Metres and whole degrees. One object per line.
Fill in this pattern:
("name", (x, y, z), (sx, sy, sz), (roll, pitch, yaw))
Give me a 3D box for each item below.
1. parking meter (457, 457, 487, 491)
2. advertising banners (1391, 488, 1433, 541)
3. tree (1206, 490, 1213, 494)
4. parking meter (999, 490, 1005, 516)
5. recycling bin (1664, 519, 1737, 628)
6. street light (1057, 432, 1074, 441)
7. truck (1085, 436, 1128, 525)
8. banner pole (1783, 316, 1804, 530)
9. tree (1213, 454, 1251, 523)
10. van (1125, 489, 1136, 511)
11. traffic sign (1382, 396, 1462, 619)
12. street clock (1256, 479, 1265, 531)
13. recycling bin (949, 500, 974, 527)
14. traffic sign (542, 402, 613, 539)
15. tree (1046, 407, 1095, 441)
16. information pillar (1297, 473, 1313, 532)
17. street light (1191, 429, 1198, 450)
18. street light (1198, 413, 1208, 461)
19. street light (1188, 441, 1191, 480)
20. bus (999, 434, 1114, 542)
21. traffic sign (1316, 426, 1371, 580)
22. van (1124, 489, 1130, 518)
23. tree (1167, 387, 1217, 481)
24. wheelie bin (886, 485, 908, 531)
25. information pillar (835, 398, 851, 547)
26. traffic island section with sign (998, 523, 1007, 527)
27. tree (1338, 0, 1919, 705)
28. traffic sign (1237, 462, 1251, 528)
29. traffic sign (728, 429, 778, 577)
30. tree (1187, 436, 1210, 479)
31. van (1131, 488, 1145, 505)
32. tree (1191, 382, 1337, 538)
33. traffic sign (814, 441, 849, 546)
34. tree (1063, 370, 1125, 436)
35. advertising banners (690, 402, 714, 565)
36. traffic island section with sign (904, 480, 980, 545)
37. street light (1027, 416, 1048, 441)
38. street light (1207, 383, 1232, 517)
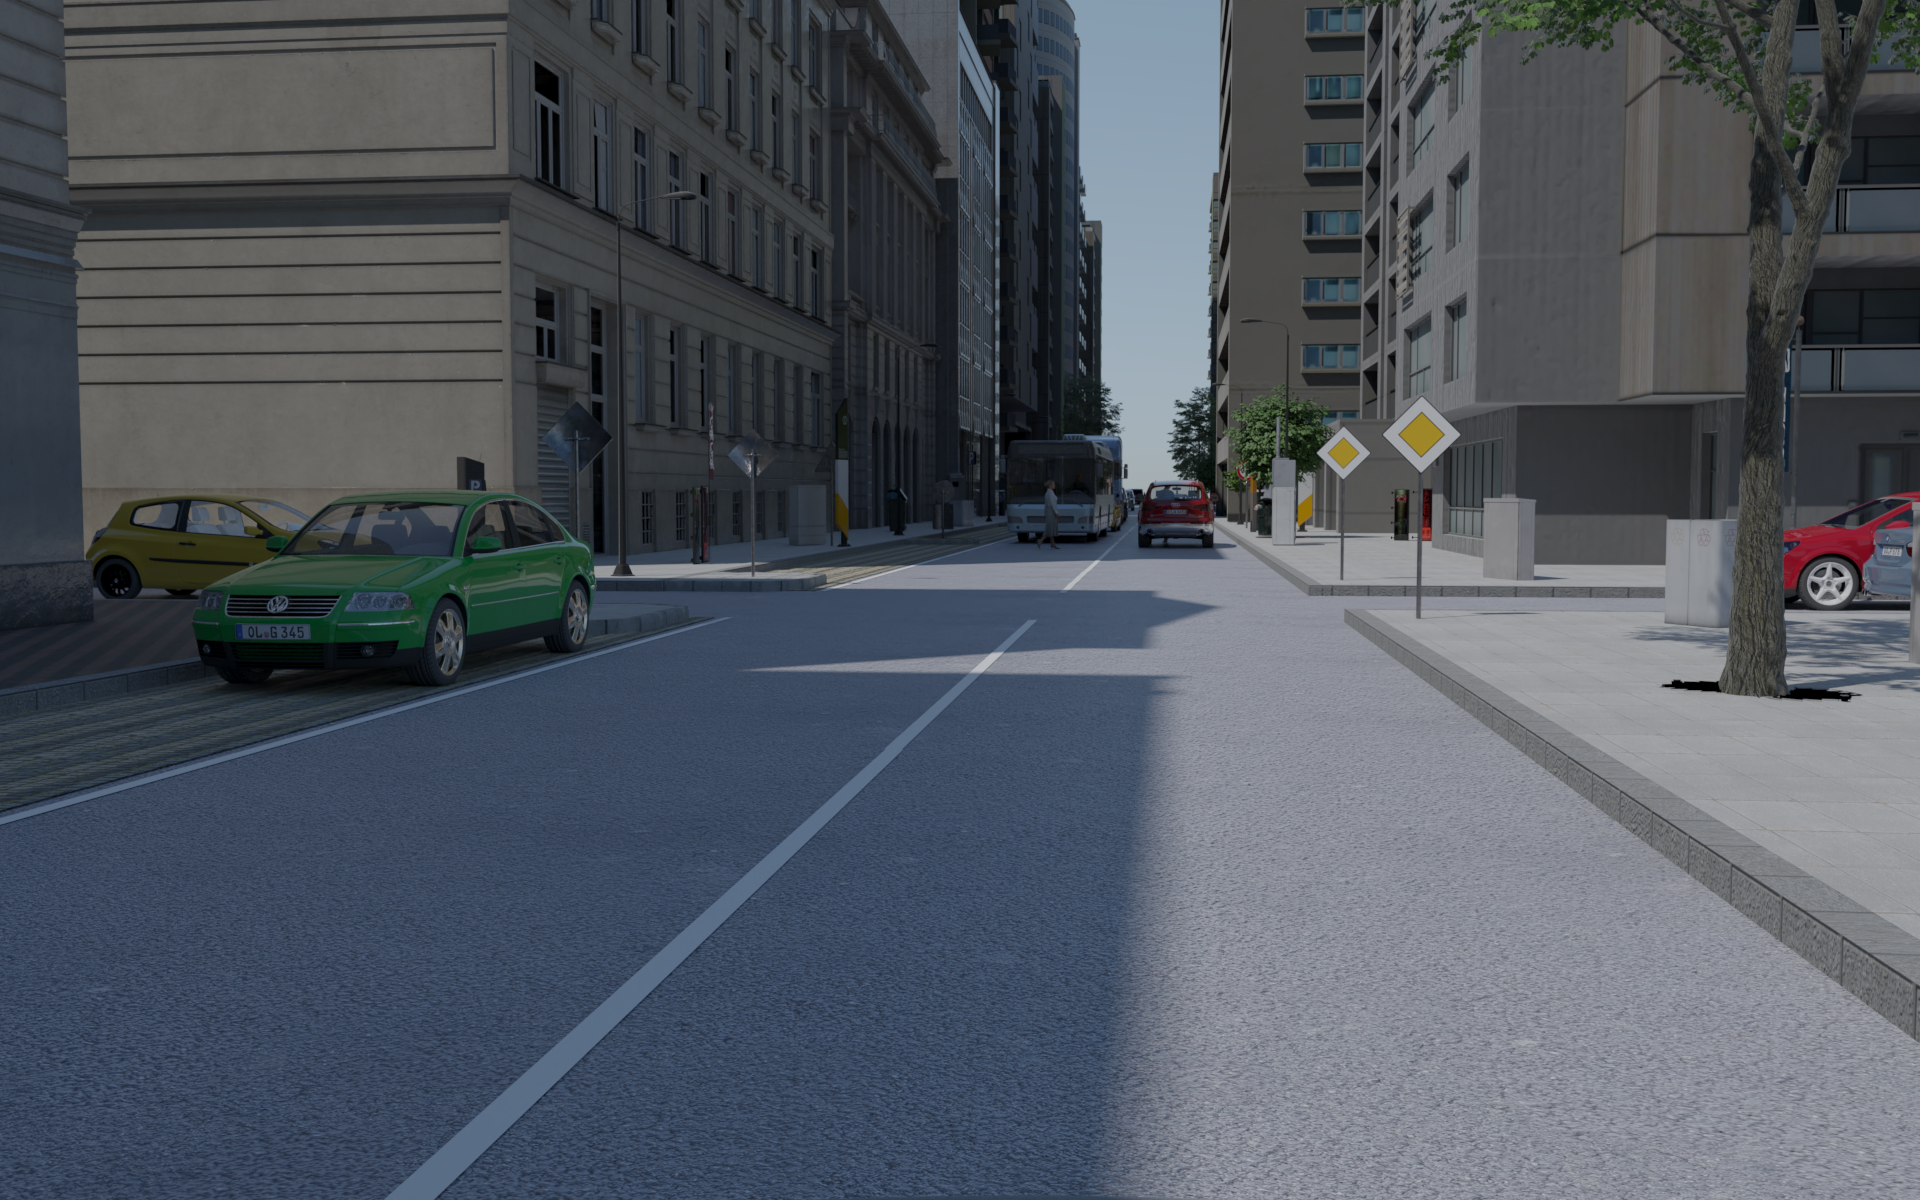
("parking meter", (-7.680, -1.318, 27.268), (0.255, 1.863, 0.399), (3, 5, 43))
("advertising banners", (12.626, -3.106, 46.977), (0.090, 3.025, 2.074), (-3, 5, -43))
("tree", (20.504, -8.739, 137.483), (1.663, 3.219, 1.824), (0, 3, 0))
("parking meter", (2.453, -5.682, 101.308), (0.372, 1.533, 0.369), (0, 3, 0))
("recycling bin", (7.428, -0.269, 16.951), (0.722, 1.027, 0.722), (-1, 4, -19))
("street light", (7.866, -9.627, 129.936), (1.470, 5.913, 1.316), (0, 4, 7))
("truck", (6.932, -5.865, 85.649), (2.967, 4.110, 18.799), (0, 4, 6))
("banner pole", (11.774, -2.120, 24.681), (0.401, 3.779, 0.863), (0, 4, -5))
("tree", (12.628, -5.130, 78.471), (1.663, 3.219, 1.824), (0, 3, 0))
("van", (14.116, -8.655, 148.526), (2.013, 2.044, 4.112), (0, 4, 7))
("traffic sign", (4.715, -0.863, 17.760), (0.795, 2.450, 0.064), (0, 4, 7))
("street clock", (10.449, -3.414, 60.390), (0.471, 2.002, 0.358), (-3, 5, -45))
("recycling bin", (0.061, -3.442, 68.835), (0.722, 1.027, 0.722), (3, 5, 40))
("traffic sign", (-4.162, -0.930, 18.851), (0.795, 2.450, 0.064), (0, 4, 7))
("tree", (9.406, -11.981, 146.243), (4.737, 8.622, 4.395), (0, 3, 0))
("information pillar", (11.680, -4.113, 58.595), (0.504, 3.616, 0.183), (1, 4, 18))
("street light", (17.277, -9.183, 122.690), (1.470, 5.913, 1.316), (0, 4, 7))
("street light", (14.491, -7.735, 99.012), (1.470, 5.913, 1.316), (0, 4, 7))
("street light", (20.527, -10.809, 149.276), (1.470, 5.913, 1.316), (0, 4, 7))
("bus", (3.334, -3.689, 55.180), (2.948, 3.499, 13.247), (0, 4, 7))
("traffic sign", (5.674, -1.348, 25.688), (0.795, 2.450, 0.064), (0, 4, 7))
("van", (9.289, -5.968, 104.590), (2.013, 2.044, 4.112), (0, 4, 7))
("tree", (25.359, -16.170, 182.509), (7.486, 12.596, 7.792), (0, 3, 0))
("wheelie bin", (-2.168, -3.167, 59.691), (0.693, 1.594, 0.980), (0, 4, 4))
("information pillar", (-2.859, -3.098, 42.005), (0.183, 3.616, 0.504), (2, 4, 27))
("traffic island section with sign", (2.764, -4.141, 76.335), (1.989, 1.847, 2.006), (0, 4, 7))
("tree", (5.282, -5.198, 10.750), (9.928, 11.665, 9.643), (0, 3, 0))
("traffic sign", (10.721, -3.951, 64.700), (0.768, 2.556, 0.104), (1, 4, 11))
("traffic sign", (-3.203, -1.415, 26.779), (0.795, 2.450, 0.064), (0, 4, 7))
("tree", (29.133, -15.898, 210.286), (4.737, 8.622, 4.395), (0, 3, 0))
("van", (18.934, -11.175, 187.099), (2.240, 2.365, 5.245), (0, 4, 8))
("tree", (9.324, -4.095, 50.670), (4.285, 4.588, 4.351), (0, 3, 0))
("traffic sign", (-3.159, -2.608, 42.640), (0.884, 2.594, 0.081), (1, 4, 10))
("tree", (12.108, -16.603, 178.111), (9.857, 13.997, 8.962), (0, 3, 0))
("advertising banners", (-4.787, -2.212, 32.360), (0.090, 3.025, 2.074), (0, 4, 3))
("traffic island section with sign", (-0.476, -2.504, 49.574), (1.989, 1.847, 2.006), (0, 4, 7))
("street light", (4.539, -8.001, 103.360), (1.470, 5.913, 1.316), (0, 4, 7))
("street light", (11.215, -6.109, 72.430), (1.470, 5.913, 1.316), (0, 4, 7))
